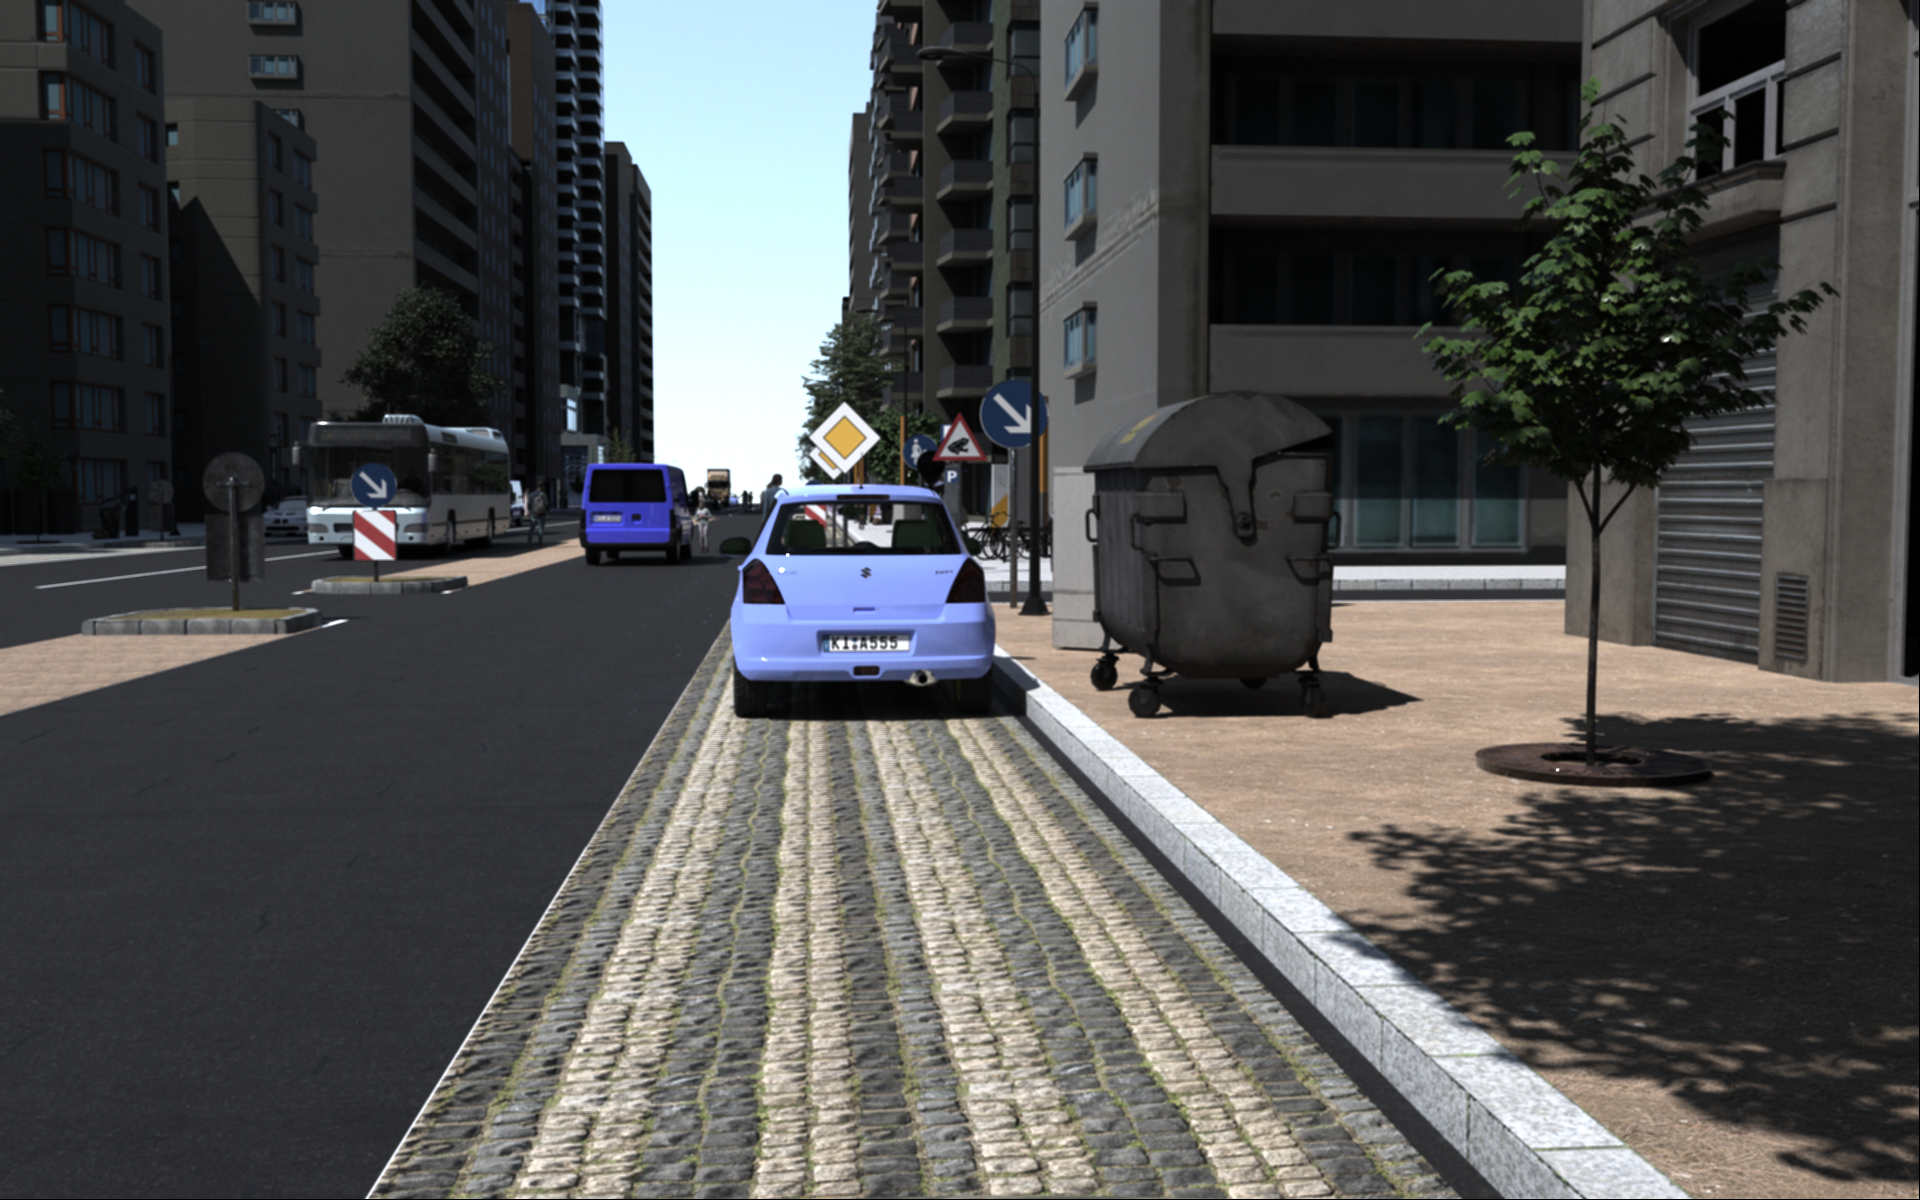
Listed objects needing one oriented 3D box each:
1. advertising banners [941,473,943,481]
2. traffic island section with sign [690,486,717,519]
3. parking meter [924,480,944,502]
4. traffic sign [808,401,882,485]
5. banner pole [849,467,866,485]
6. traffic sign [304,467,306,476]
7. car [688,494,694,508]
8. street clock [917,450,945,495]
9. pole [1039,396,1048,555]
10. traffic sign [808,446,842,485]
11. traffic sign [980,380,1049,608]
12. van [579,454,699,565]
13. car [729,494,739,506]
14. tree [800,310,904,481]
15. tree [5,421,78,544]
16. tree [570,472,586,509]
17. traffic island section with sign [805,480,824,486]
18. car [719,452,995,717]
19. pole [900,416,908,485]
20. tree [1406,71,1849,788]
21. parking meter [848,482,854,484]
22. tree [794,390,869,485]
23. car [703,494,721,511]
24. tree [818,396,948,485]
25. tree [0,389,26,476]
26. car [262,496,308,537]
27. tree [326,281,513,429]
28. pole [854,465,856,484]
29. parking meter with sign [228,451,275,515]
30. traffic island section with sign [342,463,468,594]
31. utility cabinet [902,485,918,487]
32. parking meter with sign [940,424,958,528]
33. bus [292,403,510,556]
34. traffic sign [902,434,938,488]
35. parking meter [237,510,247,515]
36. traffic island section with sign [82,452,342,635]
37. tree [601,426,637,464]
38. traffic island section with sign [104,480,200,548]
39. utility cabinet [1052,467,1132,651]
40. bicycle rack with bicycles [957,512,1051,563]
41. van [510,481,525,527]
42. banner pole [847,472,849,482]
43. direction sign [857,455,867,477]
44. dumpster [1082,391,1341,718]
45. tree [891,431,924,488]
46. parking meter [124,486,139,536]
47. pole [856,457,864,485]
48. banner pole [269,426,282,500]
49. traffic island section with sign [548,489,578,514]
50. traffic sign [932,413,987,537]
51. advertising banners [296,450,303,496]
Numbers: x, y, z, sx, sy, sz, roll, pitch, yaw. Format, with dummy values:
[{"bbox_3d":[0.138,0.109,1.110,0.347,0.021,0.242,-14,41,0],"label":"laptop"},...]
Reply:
[{"bbox_3d":[-0.600,-3.321,50.485,0.090,3.025,2.074,0,4,6],"label":"advertising banners"},{"bbox_3d":[-15.166,-5.660,100.670,2.006,1.907,1.989,0,4,-5],"label":"traffic island section with sign"},{"bbox_3d":[-0.469,-1.401,31.325,0.372,1.533,0.369,0,3,0],"label":"parking meter"},{"bbox_3d":[-1.242,-0.922,18.710,0.795,2.450,0.064,0,4,-5],"label":"traffic sign"},{"bbox_3d":[-5.093,-6.023,88.490,0.863,3.779,0.401,0,4,2],"label":"banner pole"},{"bbox_3d":[-25.759,-4.218,69.078,0.768,2.556,0.104,0,4,-4],"label":"traffic sign"},{"bbox_3d":[-24.560,-9.093,160.465,2.131,1.459,4.920,0,4,-6],"label":"car"},{"bbox_3d":[-0.483,-1.484,28.836,0.471,2.002,0.358,0,4,-2],"label":"street clock"},{"bbox_3d":[1.734,-2.585,36.106,0.158,3.312,0.155,0,3,0],"label":"pole"},{"bbox_3d":[-1.942,-1.408,26.665,0.795,2.450,0.064,0,4,-5],"label":"traffic sign"},{"bbox_3d":[0.604,-1.180,19.398,0.768,2.556,0.104,0,4,1],"label":"traffic sign"},{"bbox_3d":[-6.779,-1.982,36.787,2.240,2.365,5.245,0,4,-5],"label":"van"},{"bbox_3d":[-27.807,-12.298,210.661,1.945,1.707,3.694,0,4,-7],"label":"car"},{"bbox_3d":[-6.443,-11.582,107.487,7.486,12.596,7.792,0,3,0],"label":"tree"},{"bbox_3d":[-24.186,-3.093,45.168,1.663,3.219,1.824,0,3,0],"label":"tree"},{"bbox_3d":[-33.237,-9.542,150.617,1.663,3.219,1.824,0,3,0],"label":"tree"},{"bbox_3d":[-4.230,-2.482,49.211,1.989,1.847,2.006,0,4,-5],"label":"traffic island section with sign"},{"bbox_3d":[-0.764,-0.175,12.454,1.945,1.707,3.694,0,4,-6],"label":"car"},{"bbox_3d":[-1.461,-3.154,45.407,0.158,3.312,0.155,0,3,0],"label":"pole"},{"bbox_3d":[2.926,-0.826,8.112,1.663,3.219,1.824,0,3,0],"label":"tree"},{"bbox_3d":[-5.390,-4.896,85.754,0.255,1.863,0.399,-2,4,-28],"label":"parking meter"},{"bbox_3d":[-13.640,-16.756,190.964,9.611,12.733,9.660,0,3,0],"label":"tree"},{"bbox_3d":[-21.777,-8.620,150.727,2.009,1.686,4.222,0,4,-4],"label":"car"},{"bbox_3d":[-1.833,-4.562,58.306,4.285,4.588,4.351,0,3,0],"label":"tree"},{"bbox_3d":[-23.582,-3.471,40.459,4.285,4.588,4.351,0,3,0],"label":"tree"},{"bbox_3d":[-22.526,-2.873,59.341,2.083,1.381,4.827,0,4,-5],"label":"car"},{"bbox_3d":[-28.769,-10.782,93.292,9.611,12.733,9.660,0,3,0],"label":"tree"},{"bbox_3d":[-4.620,-5.072,76.774,0.158,3.312,0.155,0,3,0],"label":"pole"},{"bbox_3d":[-28.828,-4.543,70.537,1.738,3.016,0.543,-2,4,-28],"label":"parking meter with sign"},{"bbox_3d":[-8.568,-1.082,25.820,2.006,1.907,1.989,0,4,-5],"label":"traffic island section with sign"},{"bbox_3d":[-1.283,-2.036,41.970,0.318,1.500,1.173,1,4,20],"label":"utility cabinet"},{"bbox_3d":[-0.221,-2.823,42.416,0.543,3.016,1.738,0,3,0],"label":"parking meter with sign"},{"bbox_3d":[-13.375,-2.930,42.767,2.948,3.499,13.247,0,4,-6],"label":"bus"},{"bbox_3d":[-0.844,-2.252,36.918,0.768,2.556,0.104,0,4,-3],"label":"traffic sign"},{"bbox_3d":[-28.388,-3.834,68.404,0.255,1.863,0.399,1,4,10],"label":"parking meter"},{"bbox_3d":[-7.928,-0.630,18.441,2.006,1.907,1.989,0,4,-5],"label":"traffic island section with sign"},{"bbox_3d":[-36.688,-14.502,187.462,4.737,8.622,4.395,0,3,0],"label":"tree"},{"bbox_3d":[-21.649,-2.323,46.604,1.989,1.847,2.006,0,4,-5],"label":"traffic island section with sign"},{"bbox_3d":[1.344,-0.331,14.083,1.173,1.500,0.318,2,4,31],"label":"utility cabinet"},{"bbox_3d":[1.072,-1.233,33.547,2.925,0.926,2.852,-1,4,-23],"label":"bicycle rack with bicycles"},{"bbox_3d":[-20.496,-4.399,76.301,2.240,2.365,5.245,0,4,-7],"label":"van"},{"bbox_3d":[-5.708,-6.154,90.627,0.863,3.779,0.401,-1,4,-18],"label":"banner pole"},{"bbox_3d":[-4.577,-5.366,79.728,0.379,3.537,0.876,3,4,36],"label":"direction sign"},{"bbox_3d":[1.508,-0.296,10.595,1.264,1.857,1.865,0,4,-5],"label":"dumpster"},{"bbox_3d":[-1.598,-3.614,53.686,1.663,3.219,1.824,0,3,0],"label":"tree"},{"bbox_3d":[-25.231,-2.711,52.732,0.372,1.533,0.369,0,3,0],"label":"parking meter"},{"bbox_3d":[-3.573,-4.214,62.745,0.158,3.312,0.155,0,3,0],"label":"pole"},{"bbox_3d":[-25.116,-4.505,63.676,0.401,3.779,0.863,1,4,13],"label":"banner pole"},{"bbox_3d":[-28.488,-7.082,124.415,1.989,1.847,2.006,0,4,-5],"label":"traffic island section with sign"},{"bbox_3d":[-0.003,-1.699,27.779,0.884,2.594,0.081,0,4,2],"label":"traffic sign"},{"bbox_3d":[-25.261,-4.284,66.224,0.090,3.025,2.074,-2,4,-26],"label":"advertising banners"}]
